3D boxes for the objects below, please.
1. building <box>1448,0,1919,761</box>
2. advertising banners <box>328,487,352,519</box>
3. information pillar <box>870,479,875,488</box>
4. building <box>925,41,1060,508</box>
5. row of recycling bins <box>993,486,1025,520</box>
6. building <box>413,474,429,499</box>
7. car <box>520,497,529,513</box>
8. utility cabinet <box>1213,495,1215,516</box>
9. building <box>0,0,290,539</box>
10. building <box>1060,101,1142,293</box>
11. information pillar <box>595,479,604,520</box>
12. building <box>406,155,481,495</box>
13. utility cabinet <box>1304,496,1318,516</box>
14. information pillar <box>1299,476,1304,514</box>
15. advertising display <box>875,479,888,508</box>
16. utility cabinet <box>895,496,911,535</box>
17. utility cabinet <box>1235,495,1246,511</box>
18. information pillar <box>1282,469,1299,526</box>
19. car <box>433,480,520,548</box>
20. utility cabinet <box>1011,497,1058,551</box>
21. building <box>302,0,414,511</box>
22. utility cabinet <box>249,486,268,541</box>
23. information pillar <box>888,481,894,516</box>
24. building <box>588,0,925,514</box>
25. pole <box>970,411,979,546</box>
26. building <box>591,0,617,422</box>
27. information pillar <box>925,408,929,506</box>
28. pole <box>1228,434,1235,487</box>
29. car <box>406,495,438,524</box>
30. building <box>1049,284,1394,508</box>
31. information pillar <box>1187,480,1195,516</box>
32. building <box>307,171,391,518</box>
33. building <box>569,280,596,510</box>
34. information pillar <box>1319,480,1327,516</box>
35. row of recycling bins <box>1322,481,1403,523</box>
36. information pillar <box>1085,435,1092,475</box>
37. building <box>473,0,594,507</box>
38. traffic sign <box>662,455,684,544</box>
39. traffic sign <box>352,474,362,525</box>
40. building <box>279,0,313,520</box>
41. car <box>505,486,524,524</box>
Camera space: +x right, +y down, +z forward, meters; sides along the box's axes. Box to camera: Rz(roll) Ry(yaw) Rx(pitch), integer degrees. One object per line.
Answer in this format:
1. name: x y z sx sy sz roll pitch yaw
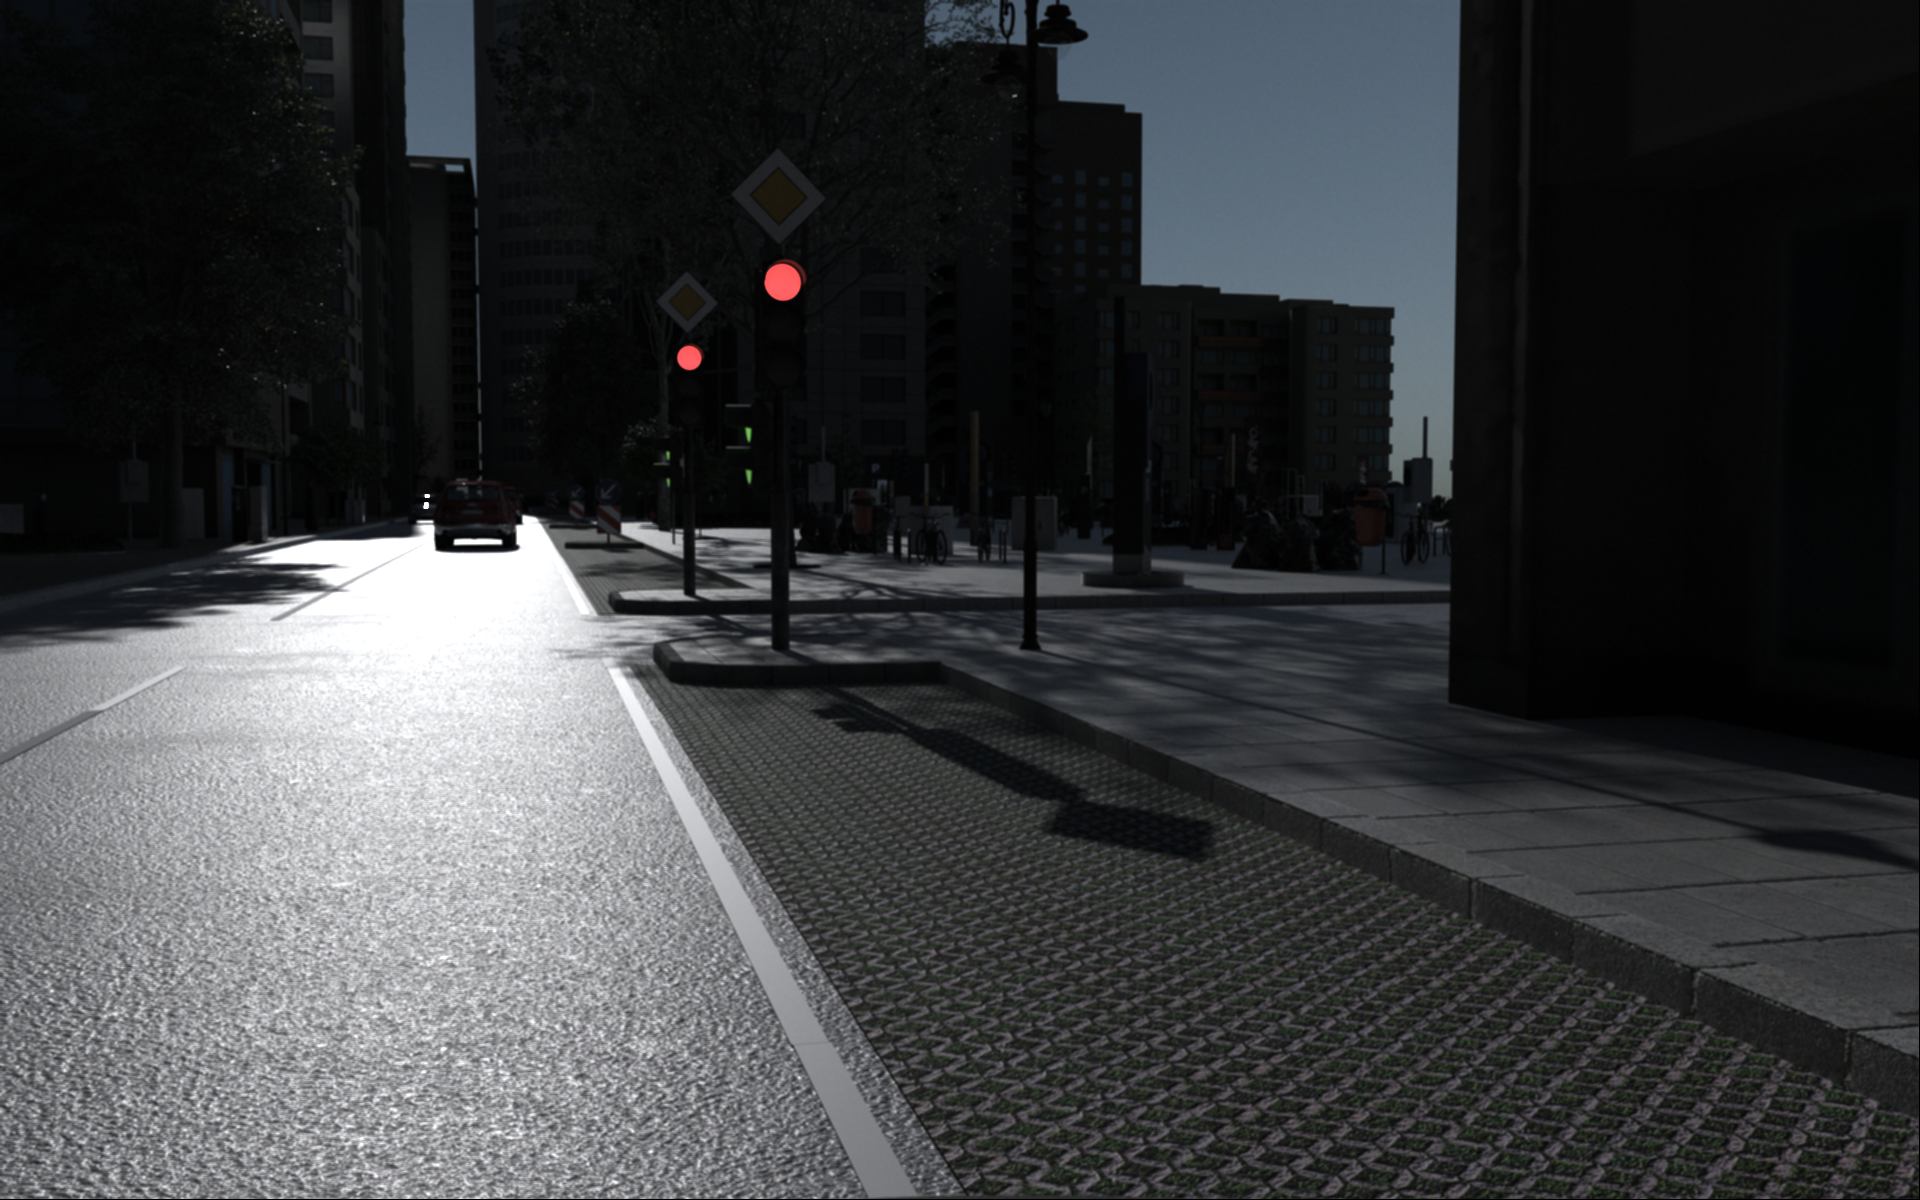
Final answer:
1. building: 15.899 -23.113 1.606 21.300 48.544 21.600 -1 4 -14
2. advertising banners: -32.096 -5.734 89.933 2.074 3.025 0.090 2 4 27
3. information pillar: -4.318 -5.051 87.071 0.304 2.012 0.304 -2 4 -28
4. building: 0.499 -31.783 169.758 14.200 45.320 14.600 -1 4 -14
5. row of recycling bins: 2.430 -4.938 87.846 1.069 1.692 3.534 -3 5 -43
6. building: -62.231 -30.343 150.738 28.867 44.769 22.147 -1 4 -14
7. car: -34.202 -7.400 133.563 1.945 1.354 3.894 -1 4 -14
8. utility cabinet: 12.983 -4.722 88.368 1.020 1.237 0.306 0 4 5
9. building: -29.487 -24.683 53.677 14.600 45.320 14.200 -1 4 -14
10. building: 11.555 -33.487 197.627 14.200 45.320 14.600 -1 4 -14
11. information pillar: -17.875 -4.985 85.989 0.304 2.012 0.304 2 4 32
12. building: -64.415 -30.314 187.516 23.993 40.220 32.217 -1 4 -14
13. utility cabinet: 14.505 -3.767 72.744 1.020 1.237 0.306 1 4 18
14. information pillar: 13.671 -4.000 69.898 0.304 2.012 0.304 -2 4 -26
15. advertising display: -3.410 -4.269 75.018 0.123 1.923 0.974 2 4 26
16. utility cabinet: -1.805 -2.636 54.263 0.306 1.237 1.020 -1 4 -14
17. utility cabinet: 16.222 -5.486 100.862 0.306 1.237 1.020 -2 4 -33
18. information pillar: 9.640 -2.826 50.704 0.304 2.012 0.304 -1 4 -20
19. car: -13.202 -2.363 47.312 2.281 1.827 5.304 -1 4 -13
20. utility cabinet: 1.698 -1.738 39.580 1.020 1.237 0.306 1 4 21
21. building: -47.837 -27.045 125.778 14.154 41.232 14.086 -1 4 -14
22. utility cabinet: -18.940 -2.328 46.747 0.318 1.500 1.173 -1 4 -15
23. information pillar: -3.909 -5.625 96.468 0.304 2.012 0.304 3 5 40
24. building: -14.619 -41.482 116.486 20.563 71.187 20.611 -1 4 -14
25. pole: 0.358 -2.983 42.610 0.158 3.312 0.155 0 3 0
26. building: -21.295 -27.564 134.271 14.154 41.232 14.086 -1 4 -14
27. information pillar: -0.905 -3.416 47.211 0.183 3.616 0.504 0 4 -4
28. pole: 9.215 -3.976 58.846 0.158 3.312 0.155 0 3 0
29. car: -25.791 -4.406 84.037 2.014 1.417 4.499 -1 4 -15
30. building: 22.755 -19.898 170.366 28.899 21.520 27.650 -1 4 -14
31. information pillar: 11.754 -5.115 88.121 0.304 2.012 0.304 -1 4 -15
32. building: -49.837 -15.822 103.724 27.650 21.520 28.899 -1 4 -14
33. building: -20.933 -19.086 157.089 27.650 21.520 28.899 -1 4 -14
34. information pillar: 18.750 -5.196 89.441 0.304 2.012 0.304 -1 4 -9
35. row of recycling bins: 13.436 -3.085 57.548 1.069 1.692 3.534 -2 4 -33
36. information pillar: 5.097 -4.735 68.772 0.183 3.616 0.504 2 4 27
37. building: -37.650 -39.485 187.578 28.212 58.520 21.231 -1 4 -14
38. traffic sign: -7.326 -2.577 44.261 0.606 2.300 0.079 -1 4 -8
39. traffic sign: -25.444 -4.434 72.605 0.768 2.556 0.104 -1 4 -9
40. building: -41.836 -27.733 77.129 21.300 48.544 21.600 -1 4 -14
41. car: -22.533 -4.659 84.852 2.281 1.827 5.304 -1 4 -16
